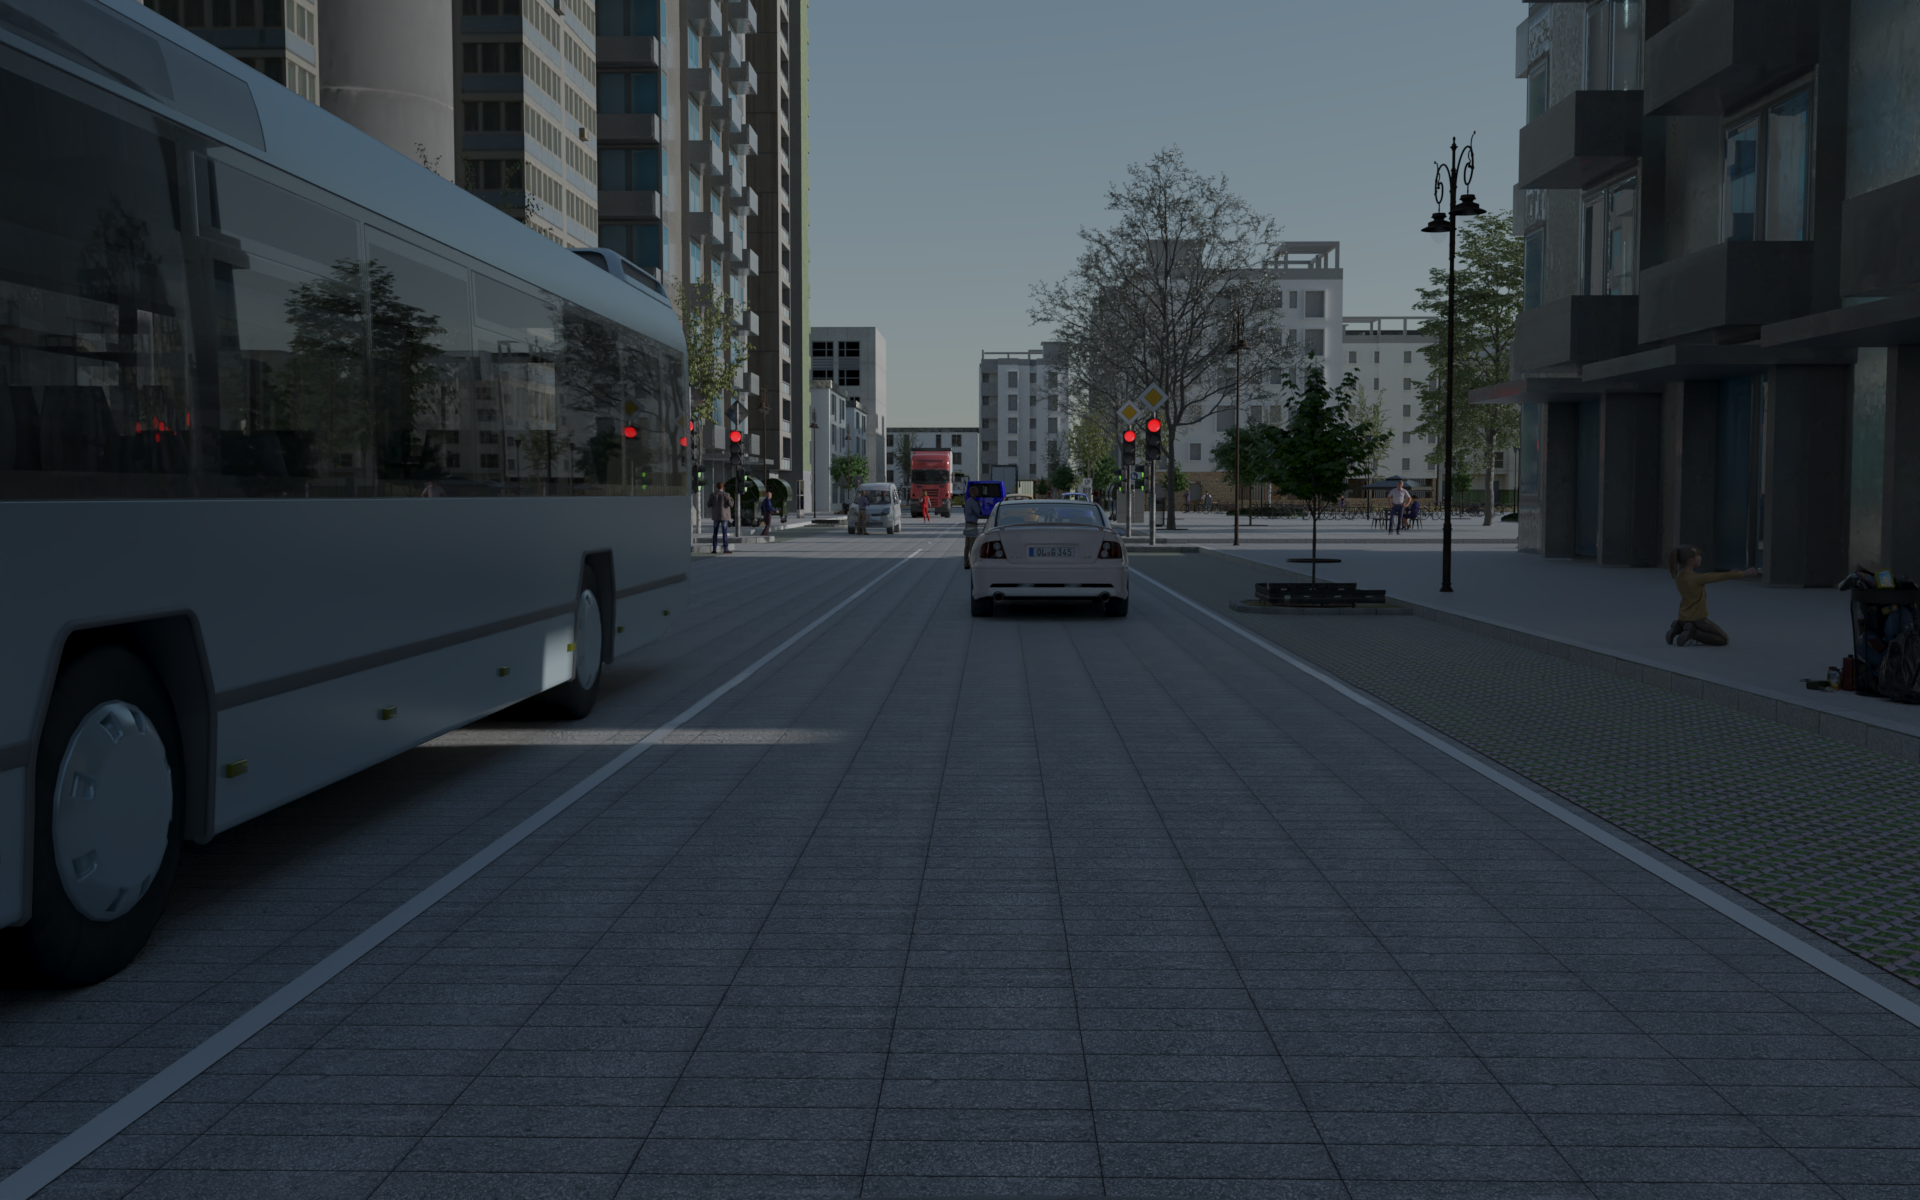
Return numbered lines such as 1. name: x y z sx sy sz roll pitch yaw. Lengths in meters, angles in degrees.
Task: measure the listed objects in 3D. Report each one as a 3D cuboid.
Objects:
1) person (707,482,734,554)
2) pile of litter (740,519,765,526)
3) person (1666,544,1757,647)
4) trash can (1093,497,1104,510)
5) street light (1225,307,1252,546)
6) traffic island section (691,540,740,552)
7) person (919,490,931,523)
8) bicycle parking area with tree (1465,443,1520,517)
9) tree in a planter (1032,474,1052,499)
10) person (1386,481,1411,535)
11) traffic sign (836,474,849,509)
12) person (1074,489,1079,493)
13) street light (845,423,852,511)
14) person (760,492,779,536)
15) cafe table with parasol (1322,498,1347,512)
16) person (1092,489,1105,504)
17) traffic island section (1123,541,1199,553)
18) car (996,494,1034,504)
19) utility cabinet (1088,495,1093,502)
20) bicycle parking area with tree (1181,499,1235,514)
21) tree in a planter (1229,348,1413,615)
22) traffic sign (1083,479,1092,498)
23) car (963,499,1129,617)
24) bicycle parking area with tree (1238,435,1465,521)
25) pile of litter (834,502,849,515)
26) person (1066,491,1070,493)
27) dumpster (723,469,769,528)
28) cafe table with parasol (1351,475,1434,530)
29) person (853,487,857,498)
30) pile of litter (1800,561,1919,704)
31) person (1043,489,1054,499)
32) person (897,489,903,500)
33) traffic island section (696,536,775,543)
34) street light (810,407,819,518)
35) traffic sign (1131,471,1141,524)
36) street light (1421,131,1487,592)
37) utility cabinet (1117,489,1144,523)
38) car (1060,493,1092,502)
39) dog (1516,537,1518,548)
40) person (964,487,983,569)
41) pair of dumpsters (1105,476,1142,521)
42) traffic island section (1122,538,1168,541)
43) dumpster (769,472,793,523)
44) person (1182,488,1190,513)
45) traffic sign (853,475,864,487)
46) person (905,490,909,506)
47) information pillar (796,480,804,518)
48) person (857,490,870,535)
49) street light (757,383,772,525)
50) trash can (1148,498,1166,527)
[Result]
1. person: -5.725 -1.964 41.440 0.655 1.722 0.431 0 4 7
2. pile of litter: -8.383 -3.396 69.483 1.176 0.858 1.719 0 4 -1
3. person: 6.330 -0.042 14.656 0.695 0.859 0.347 0 4 -6
4. trash can: 7.886 -5.316 98.565 0.748 1.137 0.748 0 3 0
5. street light: 6.879 -4.290 42.934 0.468 5.910 1.993 0 4 1
6. traffic island section: -6.831 -1.311 43.721 2.009 0.180 2.903 0 4 1
7. person: -1.731 -4.618 85.714 0.593 1.614 0.444 0 4 -5
8. bicycle parking area with tree: 31.702 -6.793 98.070 9.016 4.147 8.231 2 4 29
9. tree in a planter: 7.288 -9.536 153.140 1.991 3.239 1.994 0 4 1
10. person: 13.878 -2.927 54.843 0.756 1.711 0.436 1 4 21
11. traffic sign: -7.537 -6.784 110.929 0.884 2.594 0.081 0 4 5
12. person: 10.060 -8.815 150.248 0.705 1.814 1.350 3 5 40
13. street light: -7.253 -8.550 112.583 0.468 5.910 1.993 0 4 1
14. person: -6.069 -2.693 55.225 0.600 1.496 0.574 0 4 -3
15. cafe table with parasol: 26.786 -7.282 123.920 2.610 1.966 2.610 3 5 41
16. person: 10.395 -7.685 131.650 1.348 1.831 0.705 0 4 -6
17. traffic island section: 4.848 -1.295 43.457 2.009 0.180 2.903 0 4 1
18. car: 2.584 -4.065 76.680 2.015 1.641 3.980 0 4 1
19. utility cabinet: 8.834 -6.535 118.007 0.306 1.237 1.020 1 4 11
20. bicycle parking area with tree: 18.793 -7.672 112.441 9.016 4.147 8.231 1 4 9
21. tree in a planter: 4.356 -1.468 21.219 1.991 3.239 1.994 0 4 1
22. traffic sign: 8.188 -6.691 111.525 0.606 2.300 0.079 0 4 2
23. car: 1.068 -0.565 21.595 2.083 1.381 4.827 0 4 1
24. bicycle parking area with tree: 19.449 -6.127 87.173 9.016 4.147 8.231 0 4 -2
25. pile of litter: -7.391 -5.801 108.810 1.176 0.858 1.719 0 4 -4
26. person: 11.489 -10.958 185.281 1.350 1.814 0.705 -2 4 -25
27. dumpster: -8.348 -3.934 66.822 1.502 2.255 1.985 0 4 1
28. cafe table with parasol: 15.736 -3.522 62.445 2.610 1.966 2.610 0 4 3
29. person: -5.776 -5.447 97.713 0.789 1.805 0.875 3 4 38
30. pile of litter: 6.122 0.176 11.082 1.176 0.858 1.719 0 4 6
31. person: 3.570 -3.634 69.373 0.517 1.644 0.566 3 4 38
32. person: -6.912 -11.588 195.513 0.705 1.823 1.348 2 4 34
33. traffic island section: -6.653 -1.800 51.704 2.009 0.180 2.903 0 4 1
34. street light: -7.755 -7.312 92.342 0.468 5.910 1.993 0 4 1
35. traffic sign: 7.551 -4.472 75.243 0.606 2.300 0.079 0 4 5
36. street light: 6.387 -3.045 22.566 0.468 5.910 1.993 0 4 1
37. utility cabinet: 7.476 -4.113 75.931 1.173 1.500 0.318 0 4 1
38. car: 5.595 -4.654 85.689 1.945 1.707 3.694 0 4 -1
39. dog: 13.418 -1.427 41.068 0.748 0.427 0.550 -2 4 -27
40. person: 0.252 -1.360 32.799 0.319 1.574 0.516 -1 4 -17
41. pair of dumpsters: 7.775 -4.847 81.749 1.574 2.255 4.437 0 4 1
42. traffic island section: 5.026 -1.783 51.440 2.009 0.180 2.903 0 4 1
43. dumpster: -8.228 -4.515 76.306 1.502 2.255 1.985 0 4 1
44. person: 15.641 -6.941 119.969 0.568 1.767 0.683 1 4 12
45. traffic sign: -6.935 -7.215 118.077 0.768 2.556 0.104 0 4 2
46. person: -5.841 -11.294 191.483 0.721 1.735 1.217 1 4 22
47. information pillar: -8.429 -5.320 91.473 0.304 2.012 0.304 -3 4 -38
48. person: -3.402 -3.069 60.736 0.319 1.574 0.516 -3 5 -43
49. street light: -8.129 -6.074 72.099 0.468 5.910 1.993 0 4 1
50. trash can: 7.700 -3.427 67.684 0.748 1.137 0.748 0 3 0
